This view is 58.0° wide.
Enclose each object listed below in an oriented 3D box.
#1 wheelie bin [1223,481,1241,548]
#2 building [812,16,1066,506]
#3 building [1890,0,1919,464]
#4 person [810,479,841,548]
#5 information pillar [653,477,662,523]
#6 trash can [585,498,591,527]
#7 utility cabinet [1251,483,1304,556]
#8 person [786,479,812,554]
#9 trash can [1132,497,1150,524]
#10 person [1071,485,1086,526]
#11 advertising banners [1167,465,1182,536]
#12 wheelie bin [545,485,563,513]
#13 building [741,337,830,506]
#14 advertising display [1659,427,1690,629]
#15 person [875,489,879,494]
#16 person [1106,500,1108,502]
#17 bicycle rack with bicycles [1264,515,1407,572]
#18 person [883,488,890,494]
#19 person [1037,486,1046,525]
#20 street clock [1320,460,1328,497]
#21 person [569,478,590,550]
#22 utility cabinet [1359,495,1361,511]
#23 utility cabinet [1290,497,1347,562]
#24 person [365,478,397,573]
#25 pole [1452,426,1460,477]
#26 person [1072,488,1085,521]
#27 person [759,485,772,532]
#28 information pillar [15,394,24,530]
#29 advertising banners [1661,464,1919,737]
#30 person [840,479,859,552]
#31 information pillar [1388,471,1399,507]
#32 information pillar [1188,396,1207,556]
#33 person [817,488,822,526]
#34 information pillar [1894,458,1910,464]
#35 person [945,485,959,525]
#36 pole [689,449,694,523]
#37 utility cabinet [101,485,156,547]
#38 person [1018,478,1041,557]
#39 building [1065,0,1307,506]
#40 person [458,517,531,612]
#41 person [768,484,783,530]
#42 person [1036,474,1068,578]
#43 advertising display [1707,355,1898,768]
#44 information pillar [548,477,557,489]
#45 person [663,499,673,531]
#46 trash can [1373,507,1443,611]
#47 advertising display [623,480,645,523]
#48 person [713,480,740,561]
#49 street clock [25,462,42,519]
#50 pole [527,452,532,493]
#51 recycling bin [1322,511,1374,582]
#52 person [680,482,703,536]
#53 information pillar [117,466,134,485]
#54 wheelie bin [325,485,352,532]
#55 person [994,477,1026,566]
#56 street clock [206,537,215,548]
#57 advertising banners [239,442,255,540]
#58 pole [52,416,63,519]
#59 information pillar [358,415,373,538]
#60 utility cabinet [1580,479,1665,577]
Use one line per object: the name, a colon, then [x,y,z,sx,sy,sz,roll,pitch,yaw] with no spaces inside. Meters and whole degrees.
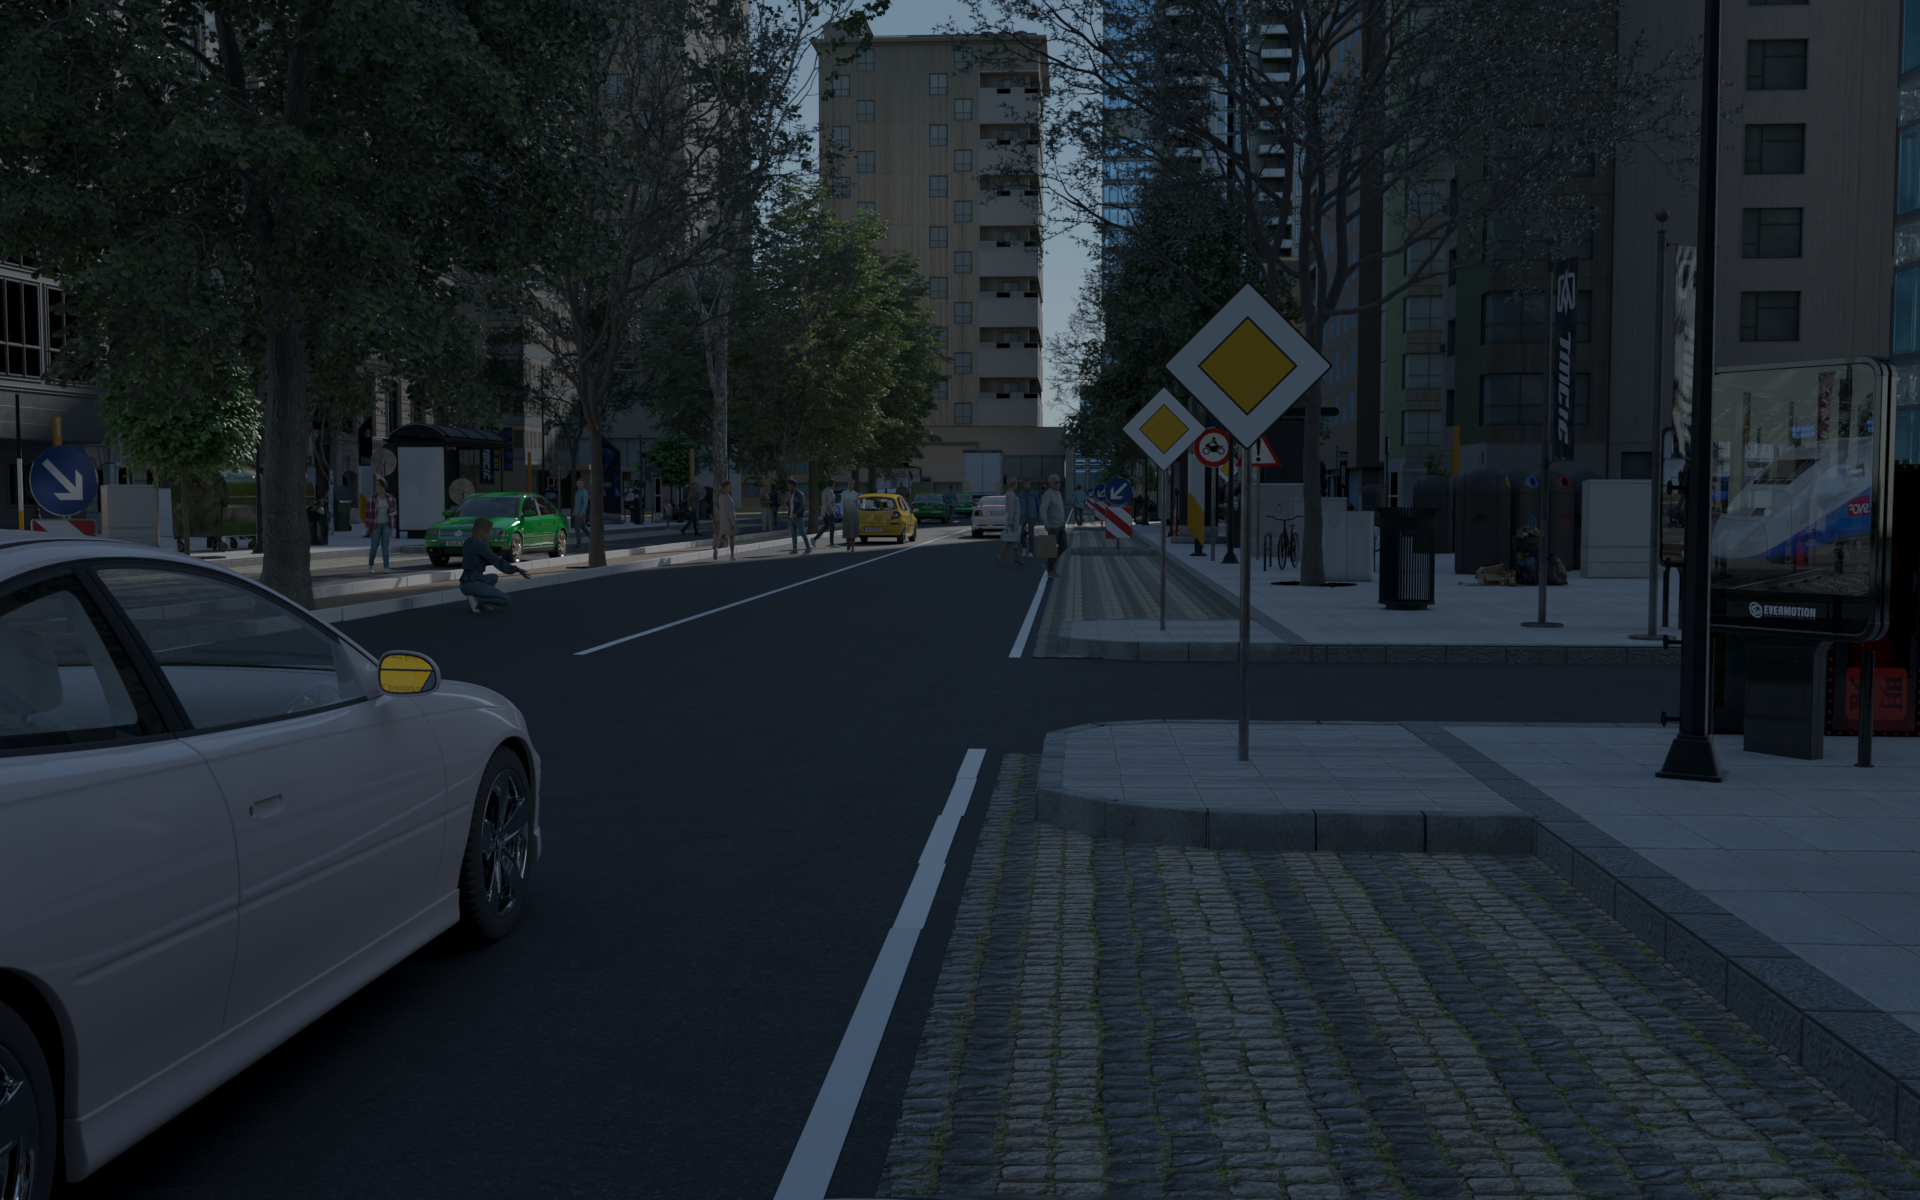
wheelie bin: [6.655,-2.044,41.329,0.693,1.594,0.980,0,4,2]
building: [-1.398,-37.352,199.935,27.495,52.752,28.713,0,4,4]
building: [66.832,-31.823,139.915,30.456,49.044,23.786,0,4,4]
person: [-3.582,-2.315,46.202,0.795,1.843,0.661,-1,4,-20]
information pillar: [-13.334,-4.395,76.343,0.304,2.012,0.304,-1,4,-20]
trash can: [-14.239,-3.395,67.167,0.748,1.137,0.748,0,3,0]
utility cabinet: [6.468,-1.646,35.590,1.173,1.500,0.318,1,4,12]
person: [-3.904,-1.986,41.318,0.623,1.781,0.721,3,4,38]
trash can: [7.637,-3.764,73.202,0.748,1.137,0.748,0,3,0]
person: [4.987,-3.914,72.520,0.660,1.820,0.620,-2,4,-25]
advertising banners: [6.110,-3.233,49.046,0.090,3.025,2.074,0,4,-6]
wheelie bin: [-14.996,-3.413,63.715,0.693,1.594,0.980,-2,4,-27]
building: [-29.555,-21.859,202.431,28.899,21.520,27.650,0,4,4]
advertising display: [6.932,-0.676,16.260,0.123,1.923,0.974,-1,4,-17]
person: [-4.669,-5.330,96.582,0.436,1.711,0.756,1,4,22]
person: [14.482,-9.679,170.009,1.065,1.426,0.557,-3,5,-41]
bicycle rack with bicycles: [6.299,-0.991,29.584,2.852,0.926,2.925,1,4,14]
person: [-4.639,-6.124,108.612,1.348,1.826,0.705,0,4,2]
person: [3.802,-4.356,79.708,0.713,1.824,0.794,-2,4,-35]
street clock: [7.542,-1.973,36.821,0.358,2.002,0.471,-2,4,-25]
person: [-9.660,-2.207,44.440,0.748,1.841,0.638,-1,4,-18]
utility cabinet: [19.302,-4.333,82.012,1.020,1.237,0.306,-3,5,-41]
utility cabinet: [6.819,-1.332,32.937,1.020,1.237,0.306,0,4,6]
person: [-10.498,-1.350,31.407,0.563,1.720,0.643,-2,4,-25]
pole: [14.842,-3.550,51.879,0.158,3.312,0.155,0,3,0]
person: [6.402,-5.144,93.054,0.683,1.767,0.568,-2,4,-32]
person: [-6.812,-3.179,61.034,0.362,1.759,0.519,2,4,35]
information pillar: [-22.083,-3.017,40.678,0.183,3.616,0.504,-2,4,-27]
advertising banners: [4.798,-0.789,9.085,2.074,3.025,0.090,0,4,6]
person: [-2.729,-2.096,42.991,0.478,1.798,0.641,0,4,-1]
information pillar: [13.754,-3.089,54.999,0.304,2.012,0.304,0,4,5]
information pillar: [4.874,-2.709,35.640,0.183,3.616,0.504,3,5,43]
person: [-6.381,-4.139,76.420,0.600,1.795,0.529,3,5,43]
information pillar: [19.248,-1.901,35.573,0.304,2.012,0.304,-2,4,-30]
person: [-0.440,-4.478,81.581,0.638,1.841,0.748,2,4,33]
pole: [-12.002,-5.122,77.587,0.158,3.312,0.155,0,3,0]
utility cabinet: [-19.795,-1.991,41.226,0.318,1.500,1.173,2,4,34]
person: [1.542,-1.863,39.305,0.601,1.785,0.444,1,4,14]
building: [27.548,-53.873,193.498,31.000,86.520,22.319,0,4,4]
person: [-5.835,-0.445,21.282,0.738,1.151,1.012,-3,5,-40]
person: [-7.486,-3.707,69.101,0.794,1.824,0.713,-1,4,-16]
person: [1.538,-1.264,29.646,0.515,1.767,0.782,2,4,29]
advertising display: [4.047,-0.199,8.463,0.123,1.923,0.974,-2,4,-30]
information pillar: [-17.411,-4.254,74.041,0.304,2.012,0.304,1,4,13]
person: [-11.286,-3.289,66.956,0.352,1.250,0.332,-1,4,-9]
trash can: [4.974,-0.466,19.265,0.748,1.137,0.748,0,3,0]
advertising display: [-14.630,-4.439,77.798,0.974,1.923,0.123,0,4,2]
person: [-5.011,-1.706,37.145,0.466,1.731,0.760,1,4,22]
street clock: [-20.726,-2.098,38.870,0.471,2.002,0.358,2,4,32]
pole: [-20.832,-5.506,83.874,0.158,3.312,0.155,0,3,0]
recycling bin: [5.748,-0.801,25.647,0.722,1.027,0.722,1,4,16]
person: [-9.236,-3.132,59.624,0.836,1.842,0.656,-2,4,-25]
information pillar: [-21.809,-2.495,45.289,0.304,2.012,0.304,0,4,-2]
wheelie bin: [-21.337,-3.148,59.381,0.693,1.594,0.980,2,4,29]
person: [1.008,-1.584,34.746,0.624,1.780,0.694,0,4,6]
street clock: [-17.799,-2.237,41.144,0.358,2.002,0.471,-3,5,-40]
advertising banners: [-20.282,-3.253,49.381,0.090,3.025,2.074,-1,4,-8]
pole: [-23.726,-3.165,45.585,0.158,3.312,0.155,0,3,0]
information pillar: [-17.499,-3.651,51.051,0.183,3.616,0.504,2,4,27]
utility cabinet: [10.105,-1.084,26.398,1.173,1.500,0.318,0,4,0]
